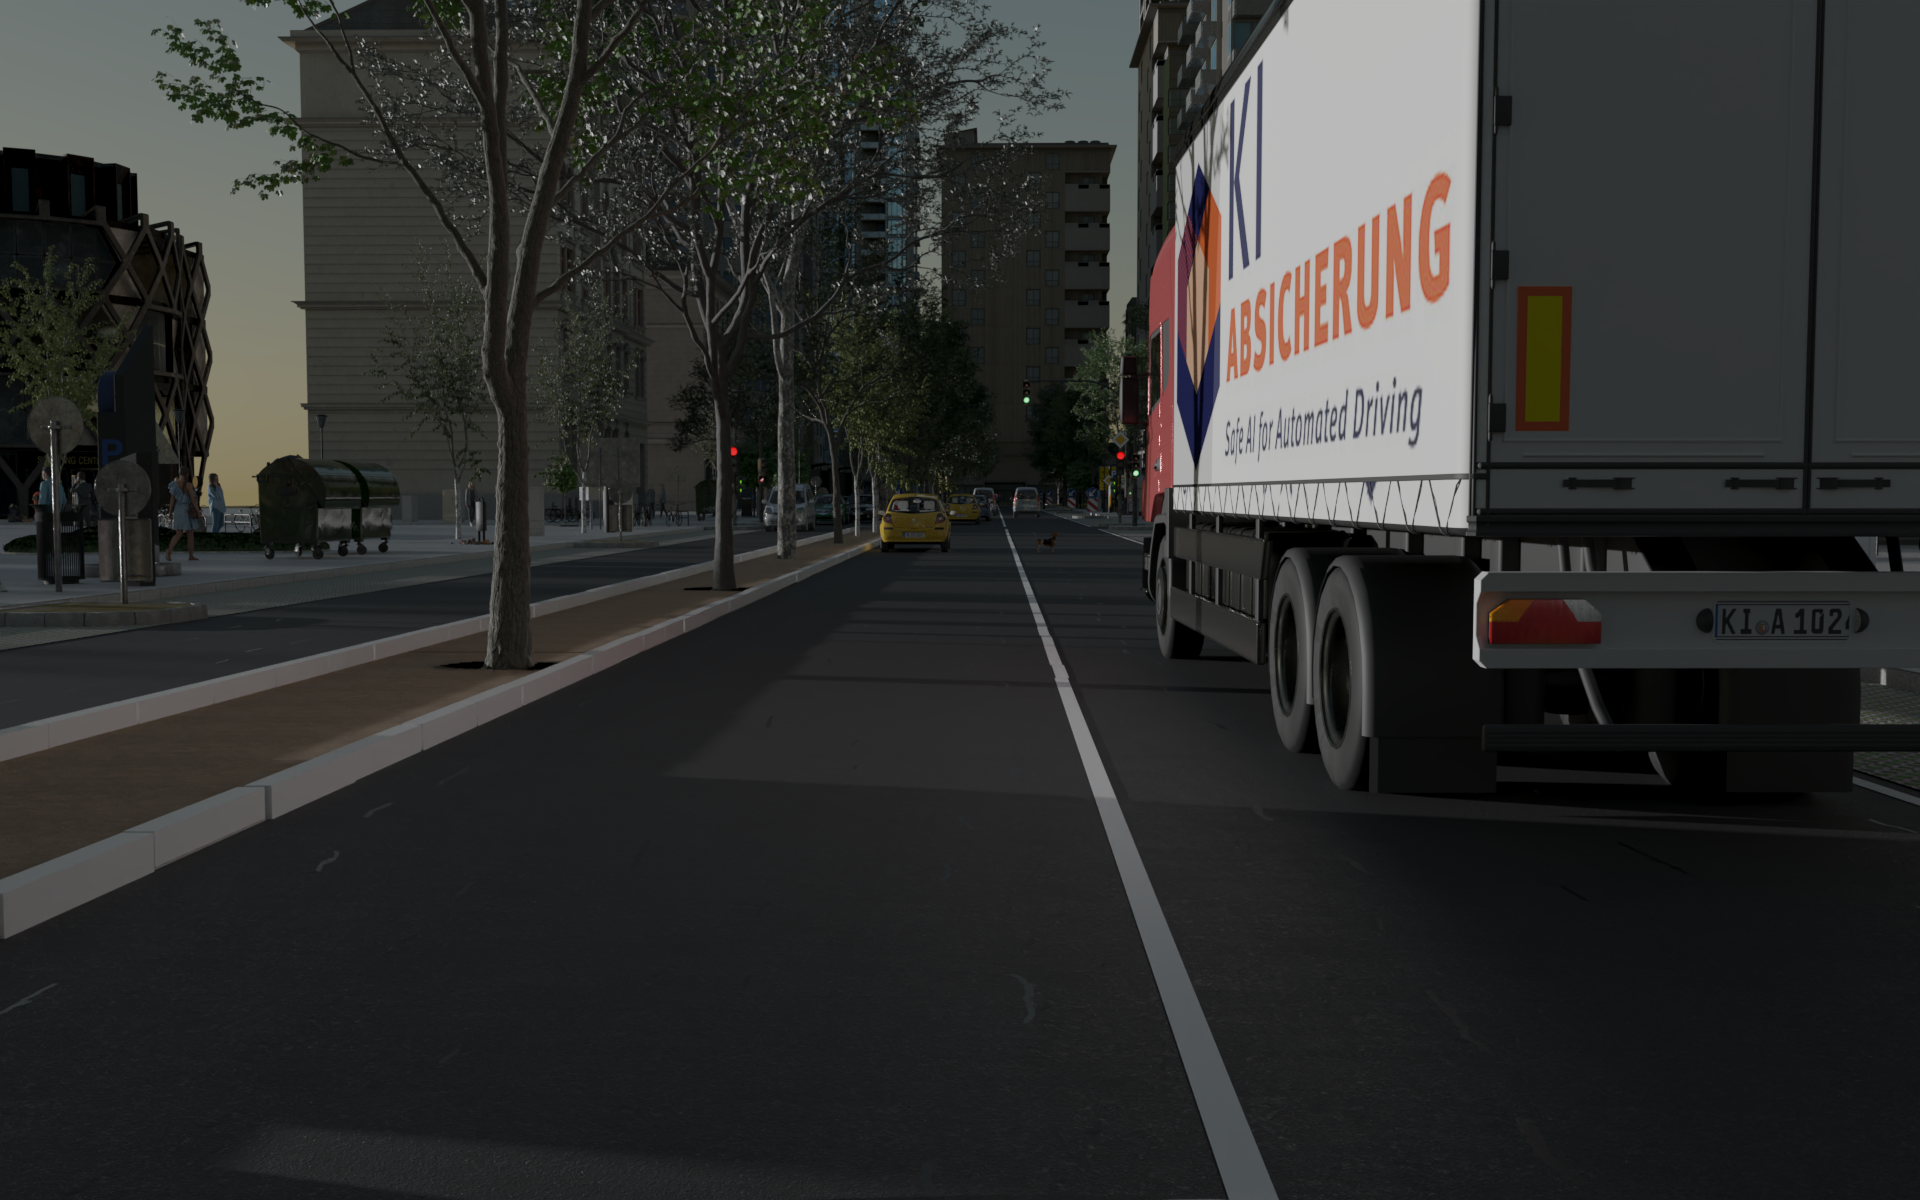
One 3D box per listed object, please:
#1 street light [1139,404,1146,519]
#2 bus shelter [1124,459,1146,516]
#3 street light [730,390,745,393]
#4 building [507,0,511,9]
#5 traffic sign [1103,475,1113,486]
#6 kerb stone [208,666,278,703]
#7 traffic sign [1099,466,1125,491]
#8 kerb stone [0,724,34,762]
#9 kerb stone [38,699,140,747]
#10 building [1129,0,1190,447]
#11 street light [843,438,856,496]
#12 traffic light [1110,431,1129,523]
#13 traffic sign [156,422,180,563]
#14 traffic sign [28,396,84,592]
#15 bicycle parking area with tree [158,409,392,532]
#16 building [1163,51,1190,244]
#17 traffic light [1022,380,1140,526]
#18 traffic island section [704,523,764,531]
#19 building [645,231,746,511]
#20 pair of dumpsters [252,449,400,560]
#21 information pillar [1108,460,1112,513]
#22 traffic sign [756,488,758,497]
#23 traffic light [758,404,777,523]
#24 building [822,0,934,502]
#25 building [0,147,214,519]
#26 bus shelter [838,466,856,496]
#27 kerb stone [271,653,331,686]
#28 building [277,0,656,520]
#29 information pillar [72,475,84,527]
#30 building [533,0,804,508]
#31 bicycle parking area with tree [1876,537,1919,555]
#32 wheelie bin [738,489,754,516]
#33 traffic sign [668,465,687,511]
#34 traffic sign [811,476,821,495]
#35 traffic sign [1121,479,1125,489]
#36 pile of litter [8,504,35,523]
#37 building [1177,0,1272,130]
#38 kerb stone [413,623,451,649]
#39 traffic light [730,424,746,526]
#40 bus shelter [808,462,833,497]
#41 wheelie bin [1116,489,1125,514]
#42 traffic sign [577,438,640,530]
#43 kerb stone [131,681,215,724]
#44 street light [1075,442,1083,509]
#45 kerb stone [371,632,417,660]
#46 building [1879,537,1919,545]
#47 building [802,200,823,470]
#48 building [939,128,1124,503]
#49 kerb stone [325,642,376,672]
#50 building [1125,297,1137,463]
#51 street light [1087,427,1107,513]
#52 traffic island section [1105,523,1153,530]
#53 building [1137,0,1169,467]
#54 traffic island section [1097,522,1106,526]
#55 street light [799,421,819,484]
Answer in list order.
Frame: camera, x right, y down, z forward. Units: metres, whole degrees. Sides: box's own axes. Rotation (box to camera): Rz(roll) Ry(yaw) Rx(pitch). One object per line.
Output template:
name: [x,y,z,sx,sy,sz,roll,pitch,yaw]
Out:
street light: [8.807,-7.023,87.365,1.470,5.913,1.316,0,4,1]
bus shelter: [10.522,-6.390,98.406,2.014,3.302,5.546,0,4,1]
street light: [-10.310,-6.435,77.745,1.470,5.913,1.316,0,4,1]
building: [-47.174,-54.808,208.777,31.000,86.520,22.319,0,4,1]
traffic sign: [10.038,-7.143,116.518,0.795,2.593,0.064,0,4,2]
kerb stone: [-5.109,0.608,12.249,0.120,0.150,1.000,0,4,1]
traffic sign: [11.372,-8.160,127.287,2.265,3.308,0.079,0,4,3]
kerb stone: [-5.165,0.796,9.181,0.120,0.150,1.000,0,4,1]
kerb stone: [-5.154,0.734,10.203,0.120,0.150,1.000,0,4,1]
building: [33.323,-36.404,184.447,28.713,52.752,27.495,0,4,1]
street light: [-9.116,-10.476,143.829,1.470,5.913,1.316,0,4,1]
traffic light: [7.103,-5.388,77.015,0.839,4.253,0.868,0,4,1]
traffic sign: [-14.113,-1.859,30.391,0.884,2.594,0.081,0,4,3]
traffic sign: [-11.792,-1.375,22.588,0.768,2.556,0.104,0,4,6]
bicycle parking area with tree: [-24.828,-4.513,60.789,8.231,4.147,9.016,-3,4,-36]
building: [25.990,-29.369,163.779,14.154,41.232,14.086,0,4,1]
traffic light: [4.858,-5.765,68.929,4.771,5.953,1.251,0,4,1]
traffic island section: [-9.048,-2.885,69.454,2.009,0.180,2.903,0,4,1]
building: [-23.233,-17.006,128.950,10.553,20.767,40.483,0,4,1]
pair of dumpsters: [-13.064,-2.039,35.829,1.574,2.255,4.437,0,4,1]
information pillar: [10.141,-7.691,117.108,0.183,3.616,0.504,-1,4,-9]
traffic sign: [-12.748,-6.649,108.818,0.768,2.556,0.104,1,4,9]
traffic light: [-6.762,-6.277,77.298,4.771,5.953,1.251,0,4,1]
building: [-18.884,-57.577,254.049,31.000,86.520,22.319,0,4,1]
building: [-50.486,-13.827,93.515,16.811,18.784,16.820,0,4,1]
bus shelter: [-9.956,-9.575,147.833,1.731,3.624,6.357,0,4,1]
kerb stone: [-5.091,0.546,13.271,0.120,0.150,1.000,0,4,1]
building: [-25.781,-18.901,96.424,14.401,28.519,23.554,0,4,1]
information pillar: [-34.646,-3.886,68.023,0.304,2.012,0.304,-3,5,-41]
building: [-27.092,-38.162,165.946,21.231,58.520,28.212,0,4,1]
bicycle parking area with tree: [19.332,-2.775,32.369,9.016,4.147,8.231,-1,4,-12]
wheelie bin: [-12.332,-5.639,100.103,0.980,1.594,0.693,0,4,1]
traffic sign: [-12.641,-4.743,77.545,0.884,2.594,0.081,0,4,6]
traffic sign: [-10.190,-7.492,122.608,0.768,2.556,0.104,0,4,4]
traffic sign: [10.804,-6.862,114.330,0.606,2.300,0.079,0,4,4]
pile of litter: [-42.601,-3.948,78.522,1.176,0.858,1.719,-1,4,-12]
building: [28.957,-31.576,135.884,23.786,49.044,30.456,0,4,1]
kerb stone: [-5.042,0.358,16.346,0.120,0.150,1.000,0,4,1]
traffic light: [-9.008,-4.917,69.319,0.839,4.253,0.868,0,4,1]
bus shelter: [-10.757,-8.556,131.173,1.731,3.624,6.357,0,4,1]
wheelie bin: [10.353,-6.227,109.725,0.693,1.594,0.980,3,4,36]
traffic sign: [-12.682,-4.200,62.543,2.265,3.308,0.079,0,4,1]
kerb stone: [-5.131,0.671,11.227,0.120,0.150,1.000,0,4,1]
street light: [10.066,-10.983,152.118,1.470,5.913,1.316,0,4,1]
kerb stone: [-5.057,0.420,15.325,0.120,0.150,1.000,0,4,1]
building: [32.853,-21.766,47.760,32.217,40.220,23.993,0,4,1]
building: [-24.240,-32.400,213.326,14.086,41.232,14.154,0,4,1]
building: [10.580,-40.851,257.146,27.495,52.752,28.713,0,4,1]
kerb stone: [-5.077,0.484,14.296,0.120,0.150,1.000,0,4,1]
building: [31.246,-29.286,250.527,14.107,30.474,14.160,0,4,1]
street light: [9.442,-9.003,119.741,1.470,5.913,1.316,0,4,1]
traffic island section: [6.991,-2.866,69.144,2.009,0.180,2.903,0,4,1]
building: [30.267,-47.077,207.955,20.563,71.187,20.611,0,4,1]
traffic island section: [7.143,-3.355,77.128,2.009,0.180,2.903,0,4,1]
street light: [-9.711,-8.452,110.735,1.470,5.913,1.316,0,4,1]
